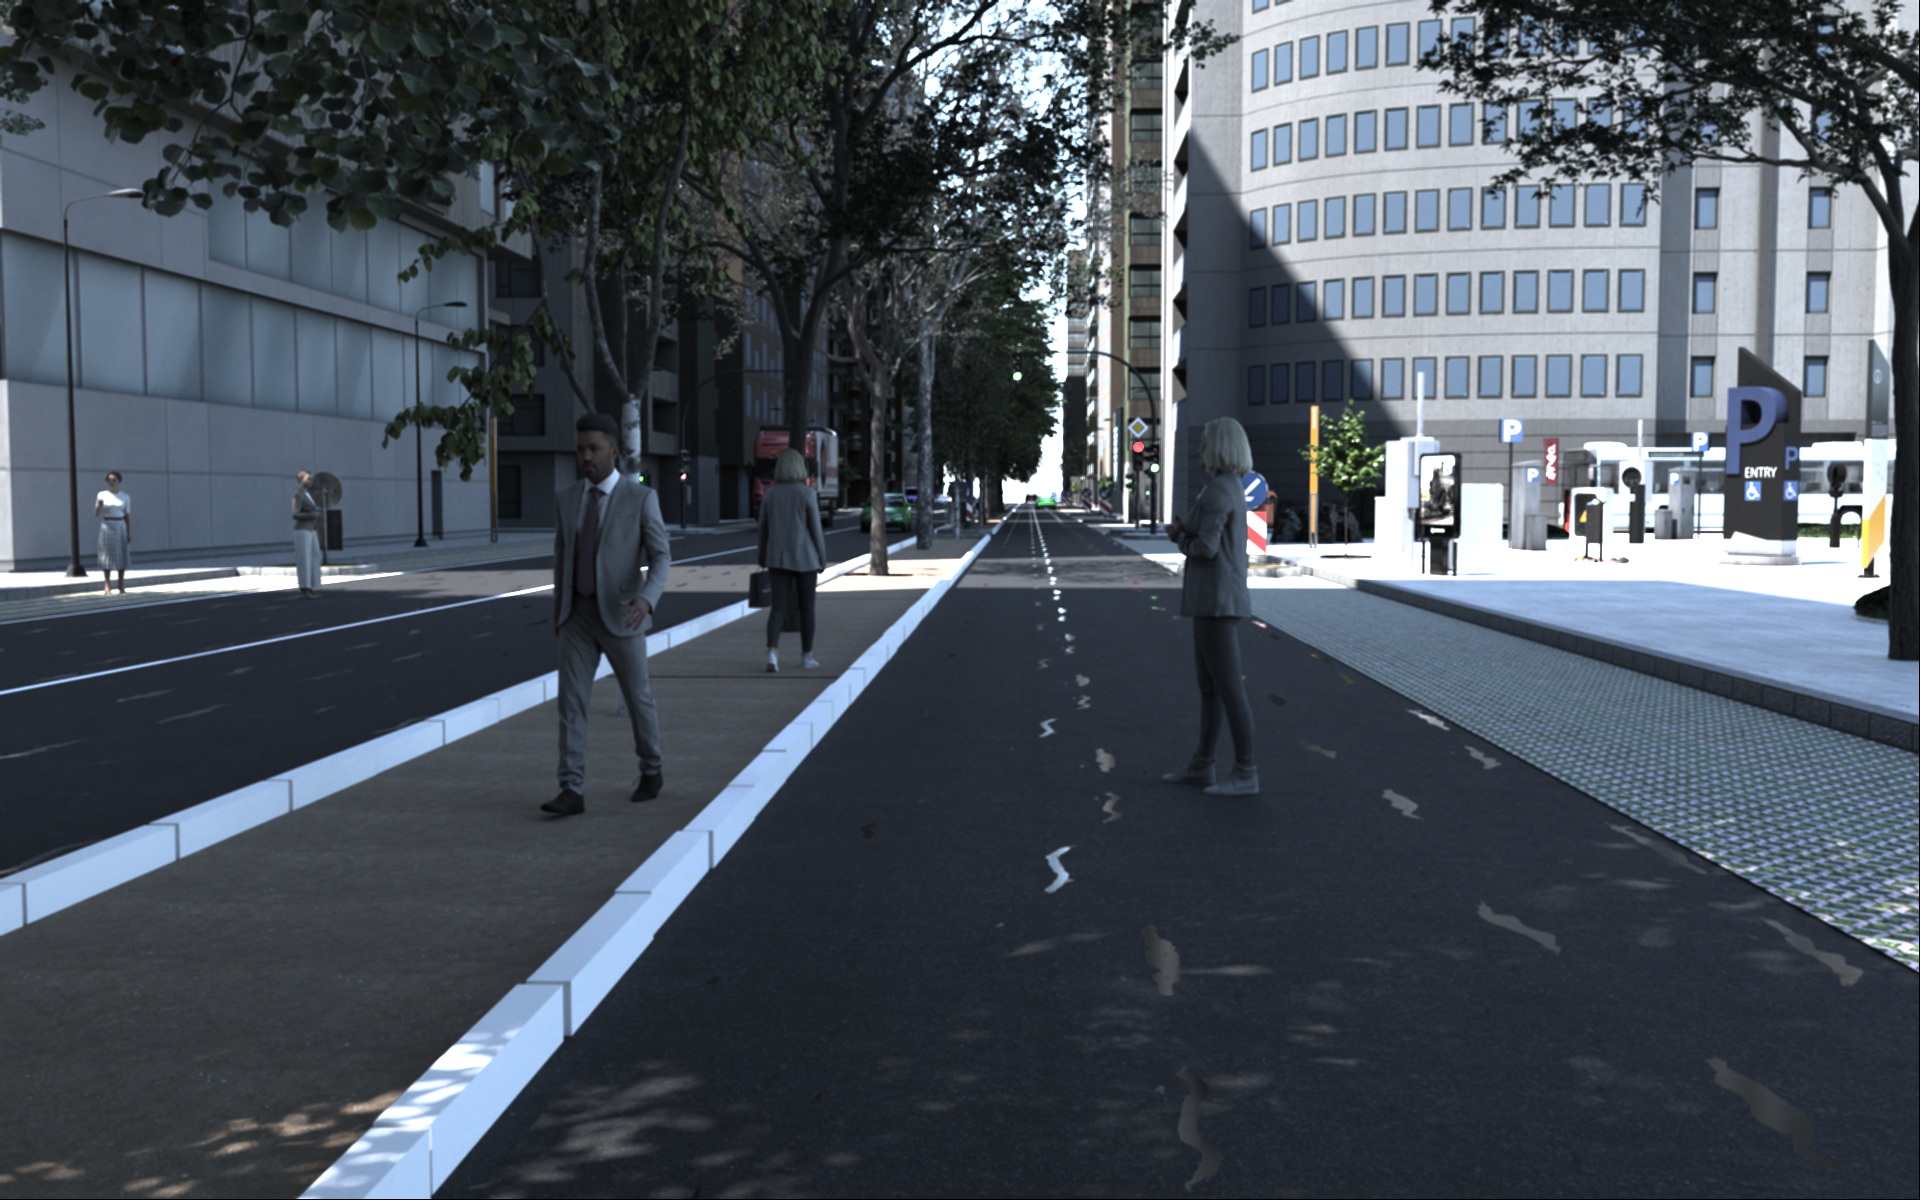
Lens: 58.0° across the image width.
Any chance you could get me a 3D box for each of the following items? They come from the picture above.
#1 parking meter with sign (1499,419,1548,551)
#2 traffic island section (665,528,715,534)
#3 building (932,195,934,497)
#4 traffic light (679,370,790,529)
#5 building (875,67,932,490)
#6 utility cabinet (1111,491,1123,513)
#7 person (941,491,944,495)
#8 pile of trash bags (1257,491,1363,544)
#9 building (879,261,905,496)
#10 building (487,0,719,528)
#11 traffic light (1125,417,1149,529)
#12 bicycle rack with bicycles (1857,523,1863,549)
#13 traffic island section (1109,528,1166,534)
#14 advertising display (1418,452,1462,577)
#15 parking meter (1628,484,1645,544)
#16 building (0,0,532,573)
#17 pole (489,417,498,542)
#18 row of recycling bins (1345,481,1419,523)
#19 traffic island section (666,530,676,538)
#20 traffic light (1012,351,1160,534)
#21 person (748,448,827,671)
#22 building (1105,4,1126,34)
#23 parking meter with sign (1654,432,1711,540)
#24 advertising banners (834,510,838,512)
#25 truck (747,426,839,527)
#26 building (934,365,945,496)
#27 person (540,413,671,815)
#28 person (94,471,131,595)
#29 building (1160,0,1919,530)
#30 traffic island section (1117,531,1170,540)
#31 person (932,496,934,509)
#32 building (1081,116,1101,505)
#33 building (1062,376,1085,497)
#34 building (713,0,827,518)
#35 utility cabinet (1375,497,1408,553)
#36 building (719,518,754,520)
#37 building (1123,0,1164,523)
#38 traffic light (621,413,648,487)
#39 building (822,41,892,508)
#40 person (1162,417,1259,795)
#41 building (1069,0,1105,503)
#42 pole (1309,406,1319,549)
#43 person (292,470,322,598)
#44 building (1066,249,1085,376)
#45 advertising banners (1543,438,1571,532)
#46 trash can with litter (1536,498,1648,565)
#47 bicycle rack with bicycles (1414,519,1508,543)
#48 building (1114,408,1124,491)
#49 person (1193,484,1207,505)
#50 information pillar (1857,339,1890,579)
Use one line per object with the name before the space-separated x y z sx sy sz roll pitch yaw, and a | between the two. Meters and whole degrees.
parking meter with sign | 12.883 -2.642 39.458 0.543 3.016 1.738 0 4 -6
traffic island section | -10.192 -2.537 63.761 2.009 0.180 2.903 0 4 2
building | -15.227 -44.242 265.363 21.231 58.520 28.212 0 4 2
traffic light | -8.059 -5.438 63.577 4.771 5.953 1.251 0 4 2
building | -15.642 -42.515 237.125 21.231 58.520 28.212 0 4 2
utility cabinet | 10.364 -6.452 114.166 0.318 1.500 1.173 3 4 38
person | -2.531 -14.638 247.906 1.350 1.814 0.705 1 4 22
pile of trash bags | 8.914 -2.175 45.309 3.447 1.369 1.912 -3 5 -42
building | -14.014 -26.440 203.993 14.160 30.474 14.107 0 4 2
building | -18.037 -18.237 69.883 14.160 30.474 14.107 0 4 2
traffic light | 6.446 -4.530 62.983 0.839 4.253 0.868 0 4 2
bicycle rack with bicycles | 22.216 -1.636 40.131 2.852 0.926 2.925 -1 4 -15
traffic island section | 6.486 -2.496 63.096 2.009 0.180 2.903 0 4 2
advertising display | 7.529 -1.344 27.186 0.123 1.923 0.974 -1 4 -19
parking meter | 17.355 -2.201 44.403 0.372 1.533 0.369 0 3 0
building | -26.983 -27.615 40.743 27.495 52.752 28.713 0 4 2
pole | -12.382 -3.188 45.960 0.158 3.312 0.155 0 3 0
row of recycling bins | 13.340 -2.851 53.720 1.069 1.692 3.534 -2 4 -34
traffic island section | -10.509 -2.049 55.783 2.009 0.180 2.903 0 4 2
traffic light | 4.035 -4.910 54.946 4.771 5.953 1.251 0 4 2
person | -1.444 -0.328 14.047 0.709 1.800 0.728 1 4 18
building | 19.414 -30.393 147.038 14.600 45.320 14.200 0 4 2
parking meter with sign | 20.176 -3.193 48.470 1.738 3.016 0.543 -2 4 -31
advertising banners | -9.173 -8.033 127.523 0.090 3.025 2.074 0 4 5
truck | -6.889 -5.154 73.174 2.839 4.237 11.283 0 4 2
building | -9.935 -31.565 287.786 14.160 30.474 14.107 0 4 2
person | -1.592 0.058 7.829 0.678 1.792 0.850 1 4 15
person | -11.958 -0.942 24.473 0.480 1.755 0.524 -3 4 -37
building | 23.153 -32.329 70.586 28.212 58.520 21.231 0 4 2
traffic island section | 6.169 -2.008 55.117 2.009 0.180 2.903 0 4 2
person | -2.655 -9.166 161.547 0.628 1.438 0.799 -3 5 -43
building | 26.082 -35.356 197.684 23.786 49.044 30.456 0 4 2
building | 29.875 -25.879 268.158 27.650 21.520 28.899 0 4 2
building | -16.476 -28.352 113.673 14.600 45.320 14.200 0 4 2
utility cabinet | 9.523 -1.642 38.008 0.306 1.237 1.020 -1 4 -21
building | -17.272 -26.998 91.529 14.600 45.320 14.200 0 4 2
building | 15.651 -19.573 91.715 14.160 30.474 14.107 0 4 2
traffic light | -10.470 -4.081 55.646 0.839 4.253 0.868 0 4 2
building | -18.827 -32.249 181.903 22.147 44.769 28.867 0 4 2
person | 1.179 0.022 8.328 0.526 1.800 0.537 1 4 23
building | 25.840 -49.164 242.074 20.563 71.187 20.611 0 4 2
pole | 8.218 -2.834 40.182 0.158 3.312 0.155 0 3 0
person | -8.935 -0.899 23.755 0.362 1.759 0.519 0 4 -1
building | 24.748 -37.064 289.591 14.154 41.232 14.086 0 4 2
advertising banners | 19.141 -3.545 54.142 0.090 3.025 2.074 -3 5 -40
trash can with litter | 11.946 -1.300 32.308 1.678 1.210 2.233 -1 4 -10
bicycle rack with bicycles | 13.236 -2.002 46.115 2.925 0.926 2.852 -2 4 -26
building | 22.811 -49.393 120.241 22.319 86.520 31.000 0 4 2
person | 6.351 -2.190 45.307 0.522 1.701 0.512 2 4 24
information pillar | 13.918 -2.139 26.330 0.504 3.616 0.183 -2 4 -32
